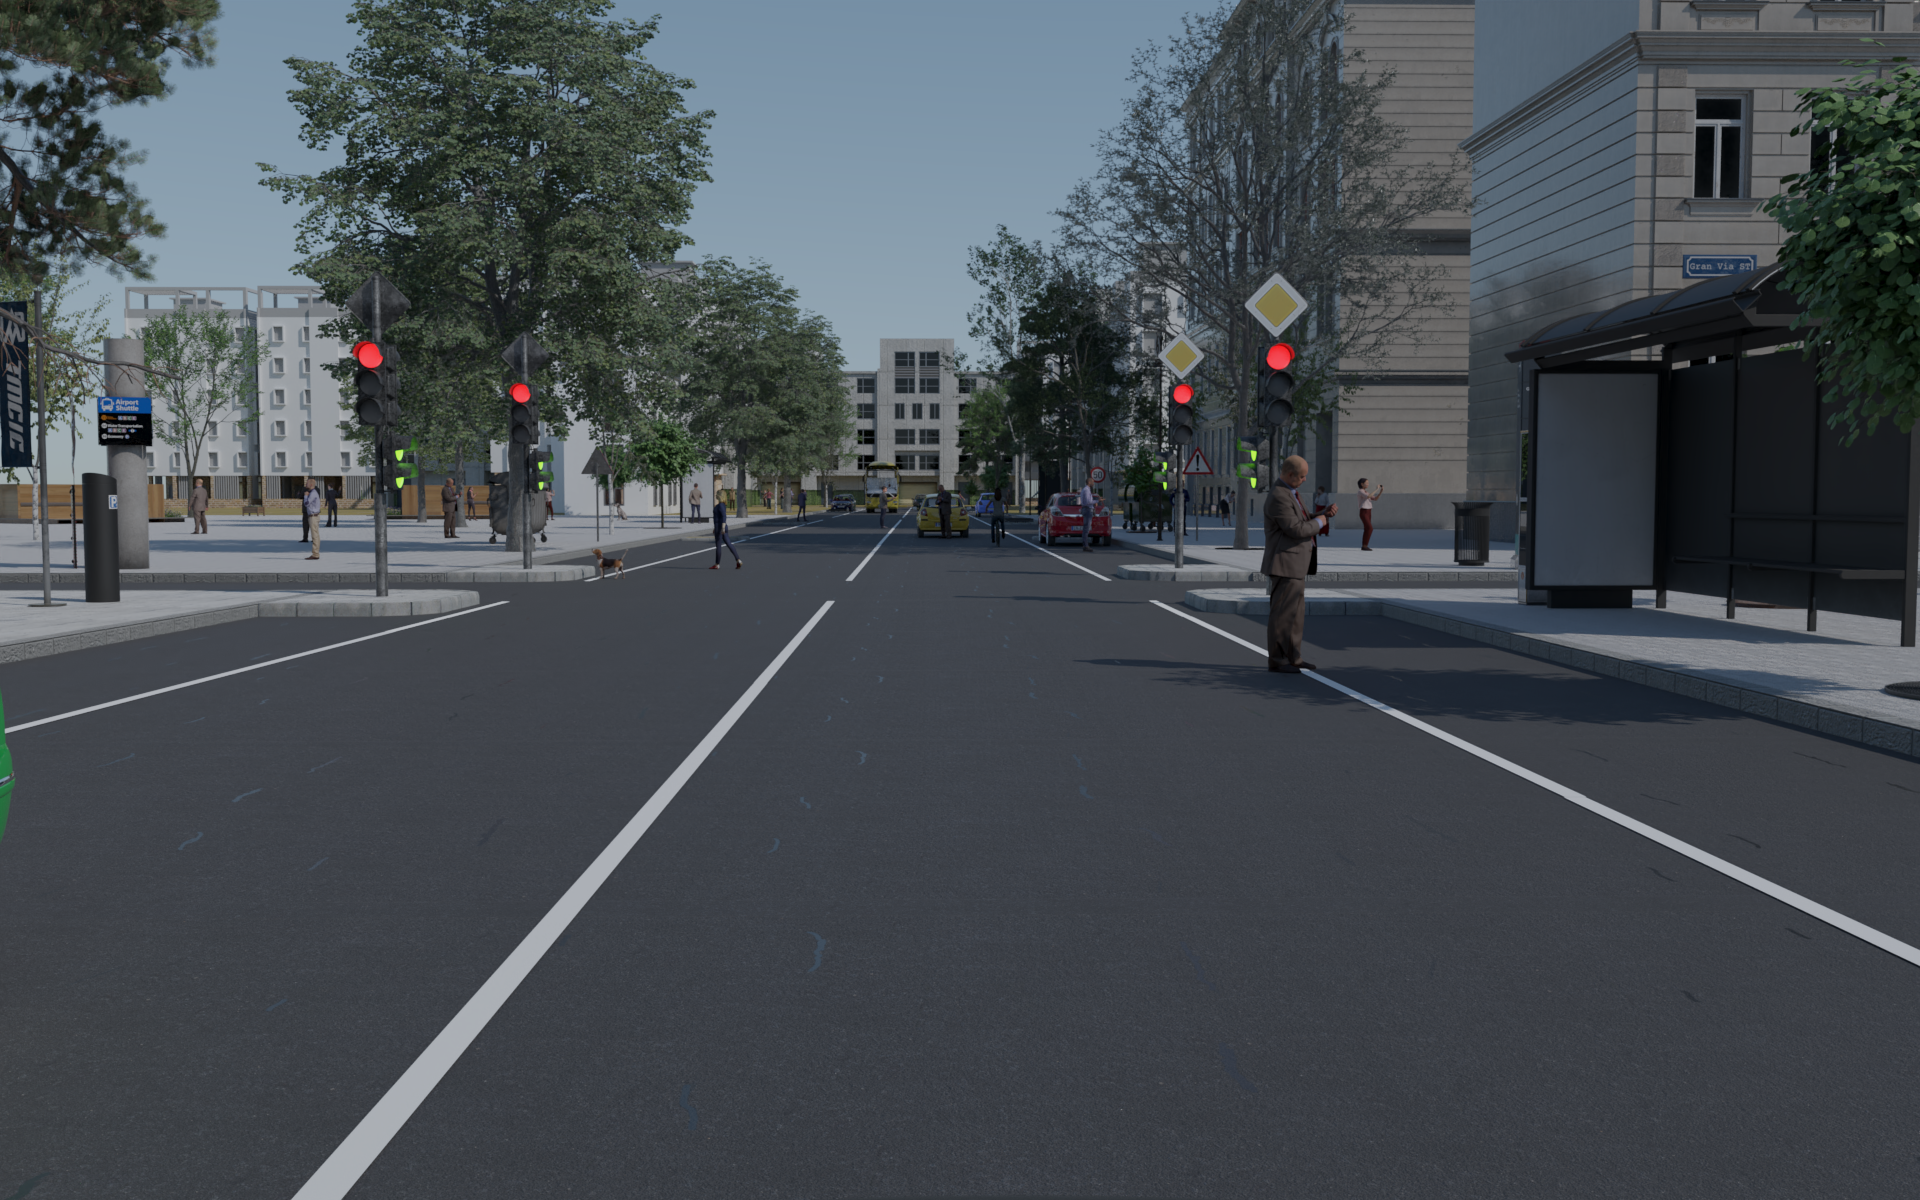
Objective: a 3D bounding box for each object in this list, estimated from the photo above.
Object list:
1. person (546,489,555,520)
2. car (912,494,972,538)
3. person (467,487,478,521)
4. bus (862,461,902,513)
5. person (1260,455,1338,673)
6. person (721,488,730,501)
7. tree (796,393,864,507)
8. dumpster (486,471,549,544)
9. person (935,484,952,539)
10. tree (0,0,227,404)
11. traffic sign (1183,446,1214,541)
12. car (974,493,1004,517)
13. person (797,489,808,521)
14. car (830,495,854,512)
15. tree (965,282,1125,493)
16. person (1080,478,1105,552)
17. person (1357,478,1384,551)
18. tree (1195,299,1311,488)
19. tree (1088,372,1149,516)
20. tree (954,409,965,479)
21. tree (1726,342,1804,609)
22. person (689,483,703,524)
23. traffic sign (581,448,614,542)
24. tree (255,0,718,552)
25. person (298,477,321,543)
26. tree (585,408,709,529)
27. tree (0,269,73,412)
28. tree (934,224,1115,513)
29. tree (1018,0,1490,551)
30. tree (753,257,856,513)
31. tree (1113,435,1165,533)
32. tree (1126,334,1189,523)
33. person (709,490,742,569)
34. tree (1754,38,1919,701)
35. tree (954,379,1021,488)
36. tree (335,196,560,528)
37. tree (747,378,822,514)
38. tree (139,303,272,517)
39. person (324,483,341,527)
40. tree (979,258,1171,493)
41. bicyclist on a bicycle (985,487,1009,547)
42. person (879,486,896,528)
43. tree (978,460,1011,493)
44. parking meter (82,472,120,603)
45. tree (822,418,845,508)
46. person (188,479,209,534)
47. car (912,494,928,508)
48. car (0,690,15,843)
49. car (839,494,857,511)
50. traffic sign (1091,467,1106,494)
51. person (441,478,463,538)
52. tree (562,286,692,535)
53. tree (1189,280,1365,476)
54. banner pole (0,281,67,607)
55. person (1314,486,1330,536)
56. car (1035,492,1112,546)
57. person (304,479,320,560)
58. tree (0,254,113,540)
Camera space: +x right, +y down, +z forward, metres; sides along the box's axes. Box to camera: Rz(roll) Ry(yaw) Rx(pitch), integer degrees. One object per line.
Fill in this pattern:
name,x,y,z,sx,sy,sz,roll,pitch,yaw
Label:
person,-20.094,-4.722,84.715,0.566,1.644,0.517,-2,4,-31
car,-0.597,-2.939,58.275,2.015,1.641,3.980,0,4,-2
person,-23.392,-4.625,83.136,0.593,1.643,0.415,0,4,-2
bus,-6.059,-8.718,134.088,2.896,3.916,12.252,0,4,-3
person,2.717,-0.291,13.941,0.600,1.739,0.565,0,4,-4
person,-12.935,-5.282,94.367,0.963,1.587,0.435,3,4,36
tree,-13.363,-14.989,170.820,9.928,11.665,9.643,0,3,0
dumpster,-11.471,-2.396,44.928,1.264,1.857,1.865,0,4,-1
person,-0.530,-2.832,55.484,0.565,1.739,0.600,1,4,10
tree,-9.428,-5.655,14.509,6.751,12.117,7.091,0,3,0
traffic sign,6.480,-2.892,47.291,0.884,2.594,0.081,0,4,1
car,1.851,-6.074,108.903,1.945,1.707,3.694,0,4,-3
person,-8.263,-4.979,90.834,0.541,1.710,0.530,3,5,42
car,-9.570,-7.822,140.471,1.945,1.354,3.894,0,4,-1
tree,5.262,-10.139,87.823,6.751,12.117,7.091,0,3,0
person,3.309,-2.133,43.237,0.599,1.838,0.709,0,4,-6
person,9.266,-1.937,39.179,0.517,1.644,0.566,-1,4,-16
tree,10.155,-6.760,60.881,4.360,8.622,3.978,0,3,0
tree,9.151,-9.252,101.626,4.360,8.622,3.978,0,3,0
tree,2.758,-15.533,176.022,6.751,12.117,7.091,0,3,0
tree,9.330,-1.527,19.567,1.663,3.219,1.824,0,3,0
person,-11.464,-4.191,75.091,0.617,1.759,0.750,-1,4,-10
traffic sign,-9.748,-2.848,46.565,0.884,2.594,0.081,0,4,2
tree,-9.916,-8.045,38.194,9.857,13.997,8.962,0,3,0
person,-17.305,-2.401,45.981,0.600,1.739,0.565,0,4,1
tree,-11.185,-4.944,64.548,4.285,4.588,4.351,0,3,0
tree,-36.701,-8.461,64.097,9.928,11.665,9.643,0,3,0
tree,4.617,-16.158,120.075,12.611,20.169,13.585,0,3,0
tree,6.620,-7.899,39.522,12.009,13.543,11.850,0,3,0
tree,-11.583,-11.366,92.486,9.857,13.997,8.962,0,3,0
tree,6.103,-3.816,56.987,1.663,3.219,1.824,0,3,0
tree,9.457,-7.759,77.218,4.737,8.622,4.395,0,3,0
person,-4.475,-1.343,33.003,0.613,1.512,0.480,-1,4,-16
tree,6.715,-1.659,10.842,4.285,4.588,4.351,0,3,0
tree,3.414,-13.892,152.885,9.928,11.665,9.643,0,3,0
tree,-19.077,-9.034,65.829,7.486,12.596,7.792,0,3,0
tree,-11.834,-9.724,109.348,4.360,8.622,3.978,0,3,0
tree,-41.354,-10.238,93.152,9.928,11.665,9.643,0,3,0
person,-24.454,-3.713,67.547,0.445,1.727,0.742,1,4,11
tree,4.984,-8.213,68.688,7.601,10.594,8.767,2,4,31
bicyclist on a bicycle,1.033,-2.296,47.564,1.499,1.676,1.625,0,4,-1
person,-3.040,-3.896,72.738,0.750,1.759,0.617,0,4,-3
tree,3.377,-11.206,166.925,4.285,4.588,4.351,0,3,0
parking meter,-10.201,-0.744,20.568,0.372,1.533,0.369,0,3,0
tree,-12.331,-12.724,158.406,4.360,8.622,3.978,0,3,0
person,-24.427,-2.991,55.500,0.434,1.755,0.990,1,4,15
car,-3.451,-9.149,159.366,2.009,1.686,4.222,0,4,-2
car,-3.622,0.350,3.080,1.959,1.807,4.718,0,4,-1
car,-9.778,-8.449,147.932,2.009,1.686,4.222,0,4,-2
traffic sign,6.387,-4.911,80.406,0.768,2.556,0.104,0,4,3
person,-14.712,-2.656,50.161,0.600,1.739,0.565,-1,4,-17
tree,-10.854,-6.361,54.359,4.360,8.622,3.978,0,3,0
tree,10.633,-6.453,55.865,4.737,8.622,4.395,0,3,0
banner pole,-10.663,-1.821,19.791,0.863,3.779,0.401,1,4,20
person,10.984,-2.689,52.482,0.523,1.526,0.387,3,4,37
car,3.228,-2.453,49.148,2.155,1.783,4.494,0,4,-2
person,-12.682,-1.576,33.873,0.319,1.574,0.516,-1,4,-9
tree,-25.681,-5.984,48.205,4.737,8.622,4.395,0,3,0
